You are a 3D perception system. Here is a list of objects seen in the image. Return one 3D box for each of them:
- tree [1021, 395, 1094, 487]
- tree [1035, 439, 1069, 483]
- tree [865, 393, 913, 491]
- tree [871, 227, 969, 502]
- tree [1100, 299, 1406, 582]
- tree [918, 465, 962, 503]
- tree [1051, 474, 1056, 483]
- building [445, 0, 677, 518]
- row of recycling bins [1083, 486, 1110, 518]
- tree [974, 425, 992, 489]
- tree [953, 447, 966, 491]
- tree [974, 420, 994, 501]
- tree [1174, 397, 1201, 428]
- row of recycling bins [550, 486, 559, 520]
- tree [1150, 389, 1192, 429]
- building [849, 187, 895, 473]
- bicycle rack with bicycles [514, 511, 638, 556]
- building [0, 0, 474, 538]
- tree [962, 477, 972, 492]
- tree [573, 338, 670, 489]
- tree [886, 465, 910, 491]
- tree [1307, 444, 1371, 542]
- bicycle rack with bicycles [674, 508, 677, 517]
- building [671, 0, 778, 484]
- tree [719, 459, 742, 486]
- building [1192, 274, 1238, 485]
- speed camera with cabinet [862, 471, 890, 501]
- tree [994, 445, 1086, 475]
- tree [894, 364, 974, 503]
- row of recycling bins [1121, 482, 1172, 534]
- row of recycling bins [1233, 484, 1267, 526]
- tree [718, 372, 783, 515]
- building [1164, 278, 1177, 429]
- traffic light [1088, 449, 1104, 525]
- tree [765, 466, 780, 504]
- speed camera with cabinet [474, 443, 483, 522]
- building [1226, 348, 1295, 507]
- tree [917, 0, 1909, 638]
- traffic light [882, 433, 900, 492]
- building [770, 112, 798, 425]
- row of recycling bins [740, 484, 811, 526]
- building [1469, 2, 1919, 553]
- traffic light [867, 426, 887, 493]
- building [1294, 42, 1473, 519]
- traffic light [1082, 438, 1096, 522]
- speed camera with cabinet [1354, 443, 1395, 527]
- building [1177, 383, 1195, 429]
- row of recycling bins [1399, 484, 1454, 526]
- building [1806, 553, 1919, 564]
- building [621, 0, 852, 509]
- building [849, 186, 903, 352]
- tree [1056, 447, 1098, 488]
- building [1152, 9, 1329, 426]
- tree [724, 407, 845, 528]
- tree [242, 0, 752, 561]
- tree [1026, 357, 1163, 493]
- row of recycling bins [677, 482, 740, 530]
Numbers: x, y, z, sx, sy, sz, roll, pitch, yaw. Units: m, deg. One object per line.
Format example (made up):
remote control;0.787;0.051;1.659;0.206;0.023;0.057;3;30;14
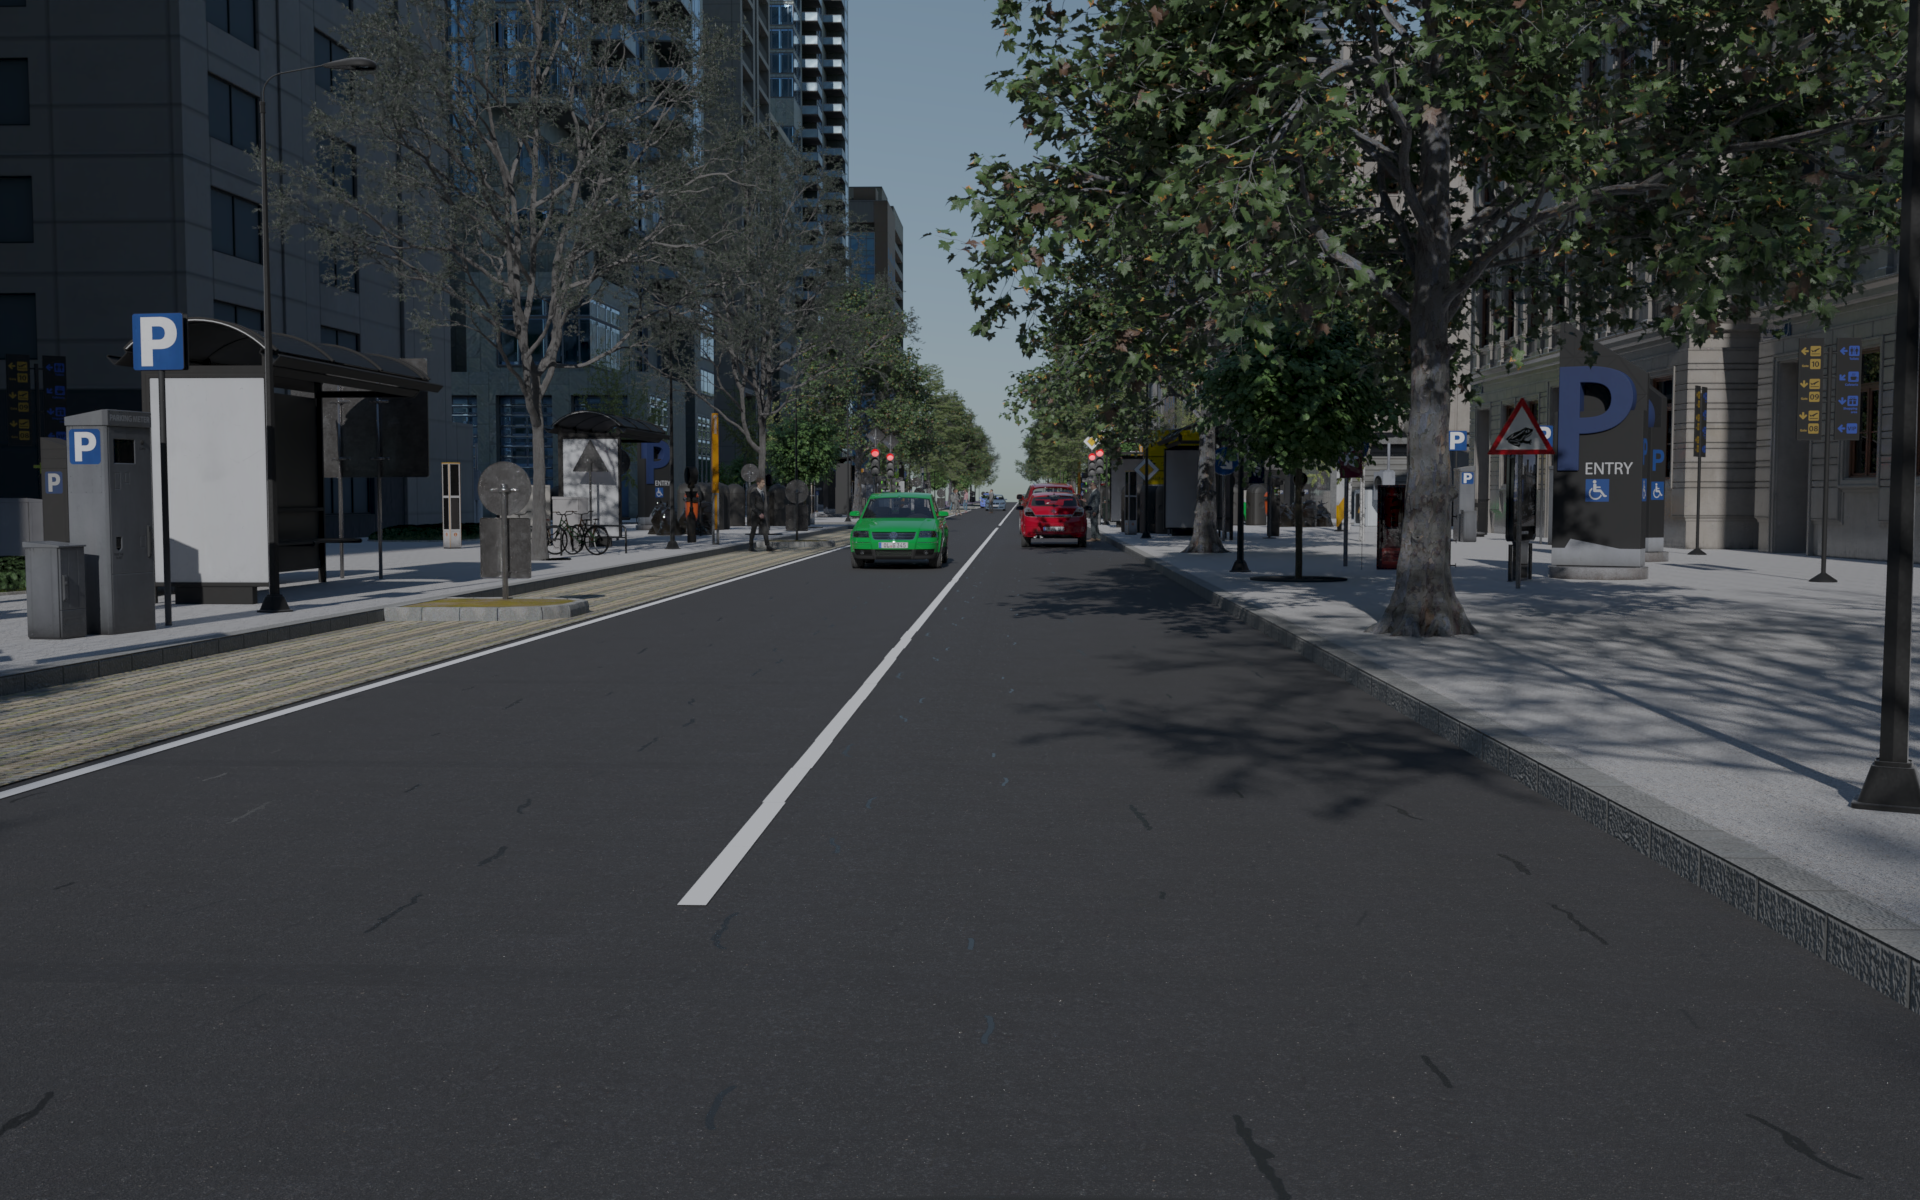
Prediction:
tree;7.906;-11.729;126.177;7.601;10.594;8.767;-2;4;-24
tree;9.750;-13.457;170.392;4.737;8.622;4.395;0;3;0
tree;-4.824;-10.301;118.790;4.360;8.622;3.978;0;3;0
tree;-6.305;-8.780;53.931;12.009;13.543;11.850;0;3;0
tree;5.009;-2.573;25.775;4.285;4.588;4.351;0;3;0
tree;-2.486;-11.511;171.922;4.285;4.588;4.351;0;3;0
tree;11.276;-12.254;184.069;4.285;4.588;4.351;0;3;0
building;-27.058;-48.438;104.639;22.319;86.520;31.000;0;4;2
row of recycling bins;7.814;-5.212;92.329;1.069;1.692;3.534;-2;4;-35
tree;0.633;-20.414;251.897;7.486;12.596;7.792;0;3;0
tree;-0.664;-15.891;210.182;4.737;8.622;4.395;0;3;0
tree;1.167;-21.947;269.194;12.009;13.543;11.850;0;3;0
tree;16.577;-10.688;125.116;4.737;8.622;4.395;0;3;0
row of recycling bins;-20.955;-4.748;84.734;3.534;1.692;1.069;-2;4;-35
tree;14.008;-10.256;118.054;4.360;8.622;3.978;0;3;0
building;-16.993;-37.098;256.660;14.600;45.320;14.200;0;4;2
bicycle rack with bicycles;-8.402;-1.445;37.015;2.925;0.926;2.852;3;4;39
building;-27.793;-37.361;49.101;20.611;71.187;20.563;0;4;2
tree;0.129;-15.140;231.259;4.285;4.588;4.351;0;3;0
tree;-16.225;-8.087;82.579;4.737;8.622;4.395;0;3;0
tree;-4.159;-7.298;113.927;1.663;3.219;1.824;0;3;0
tree;10.584;-5.875;46.417;4.737;8.622;4.395;0;3;0
bicycle rack with bicycles;-10.794;-3.193;65.593;2.925;0.926;2.852;-1;4;-19
building;-23.843;-42.844;138.753;20.563;71.187;20.611;0;4;2
tree;-13.066;-6.139;94.975;1.663;3.219;1.824;0;3;0
building;26.295;-18.350;141.820;13.314;21.916;24.055;0;4;2
speed camera with cabinet;-5.101;-6.886;106.914;2.038;3.252;0.660;-2;4;-34
tree;13.370;-20.182;240.342;12.009;13.543;11.850;0;3;0
tree;-3.098;-14.229;150.776;7.486;12.596;7.792;0;3;0
row of recycling bins;6.264;-3.053;57.037;1.069;1.692;3.534;-1;4;-18
row of recycling bins;10.756;-3.896;70.814;3.534;1.692;1.069;1;4;10
tree;-12.801;-9.498;105.646;4.737;8.622;4.395;0;3;0
building;29.093;-32.574;182.702;14.600;45.320;14.200;0;4;2
traffic light;5.730;-5.051;71.497;0.839;4.253;0.868;0;4;2
tree;-12.923;-7.522;117.586;1.663;3.219;1.824;0;3;0
speed camera with cabinet;-19.105;-4.503;67.958;0.660;3.252;2.038;-1;4;-12
building;26.258;-19.824;117.635;14.314;27.812;24.014;0;4;2
tree;4.390;-6.034;15.672;9.611;12.733;9.660;0;3;0
traffic light;-3.176;-5.559;79.805;0.839;4.253;0.868;0;4;2
building;-28.991;-29.112;167.863;32.217;40.220;23.993;0;4;2
row of recycling bins;-7.708;-3.812;69.435;3.534;1.692;1.069;-1;4;-23
building;22.151;-13.020;49.037;11.583;22.565;21.152;0;4;2
traffic light;-3.475;-5.071;71.825;0.839;4.253;0.868;0;4;2
building;29.402;-16.937;94.949;19.932;24.808;12.078;0;4;2
traffic light;6.030;-5.539;79.477;0.839;4.253;0.868;0;4;2
speed camera with cabinet;16.257;-4.502;67.948;0.660;3.252;2.038;-1;4;-19
building;28.074;-24.303;169.056;14.160;30.474;14.107;0;4;2
row of recycling bins;19.110;-3.817;69.516;3.534;1.692;1.069;2;4;24
building;22.322;-11.728;27.904;11.583;22.565;21.152;0;4;2
building;-22.858;-53.887;193.729;22.319;86.520;31.000;0;4;2
building;-20.351;-39.848;275.220;21.300;48.544;21.600;0;4;2
tree;7.780;-6.157;84.378;4.285;4.588;4.351;0;3;0
building;33.205;-40.479;203.832;21.231;58.520;28.212;0;4;2
tree;-5.956;-5.005;65.538;4.285;4.588;4.351;0;3;0
tree;-8.113;-7.501;33.013;12.009;13.543;11.850;0;3;0
tree;7.748;-10.854;95.590;7.486;12.596;7.792;0;3;0
row of recycling bins;-9.021;-3.316;61.329;1.069;1.692;3.534;1;4;14
